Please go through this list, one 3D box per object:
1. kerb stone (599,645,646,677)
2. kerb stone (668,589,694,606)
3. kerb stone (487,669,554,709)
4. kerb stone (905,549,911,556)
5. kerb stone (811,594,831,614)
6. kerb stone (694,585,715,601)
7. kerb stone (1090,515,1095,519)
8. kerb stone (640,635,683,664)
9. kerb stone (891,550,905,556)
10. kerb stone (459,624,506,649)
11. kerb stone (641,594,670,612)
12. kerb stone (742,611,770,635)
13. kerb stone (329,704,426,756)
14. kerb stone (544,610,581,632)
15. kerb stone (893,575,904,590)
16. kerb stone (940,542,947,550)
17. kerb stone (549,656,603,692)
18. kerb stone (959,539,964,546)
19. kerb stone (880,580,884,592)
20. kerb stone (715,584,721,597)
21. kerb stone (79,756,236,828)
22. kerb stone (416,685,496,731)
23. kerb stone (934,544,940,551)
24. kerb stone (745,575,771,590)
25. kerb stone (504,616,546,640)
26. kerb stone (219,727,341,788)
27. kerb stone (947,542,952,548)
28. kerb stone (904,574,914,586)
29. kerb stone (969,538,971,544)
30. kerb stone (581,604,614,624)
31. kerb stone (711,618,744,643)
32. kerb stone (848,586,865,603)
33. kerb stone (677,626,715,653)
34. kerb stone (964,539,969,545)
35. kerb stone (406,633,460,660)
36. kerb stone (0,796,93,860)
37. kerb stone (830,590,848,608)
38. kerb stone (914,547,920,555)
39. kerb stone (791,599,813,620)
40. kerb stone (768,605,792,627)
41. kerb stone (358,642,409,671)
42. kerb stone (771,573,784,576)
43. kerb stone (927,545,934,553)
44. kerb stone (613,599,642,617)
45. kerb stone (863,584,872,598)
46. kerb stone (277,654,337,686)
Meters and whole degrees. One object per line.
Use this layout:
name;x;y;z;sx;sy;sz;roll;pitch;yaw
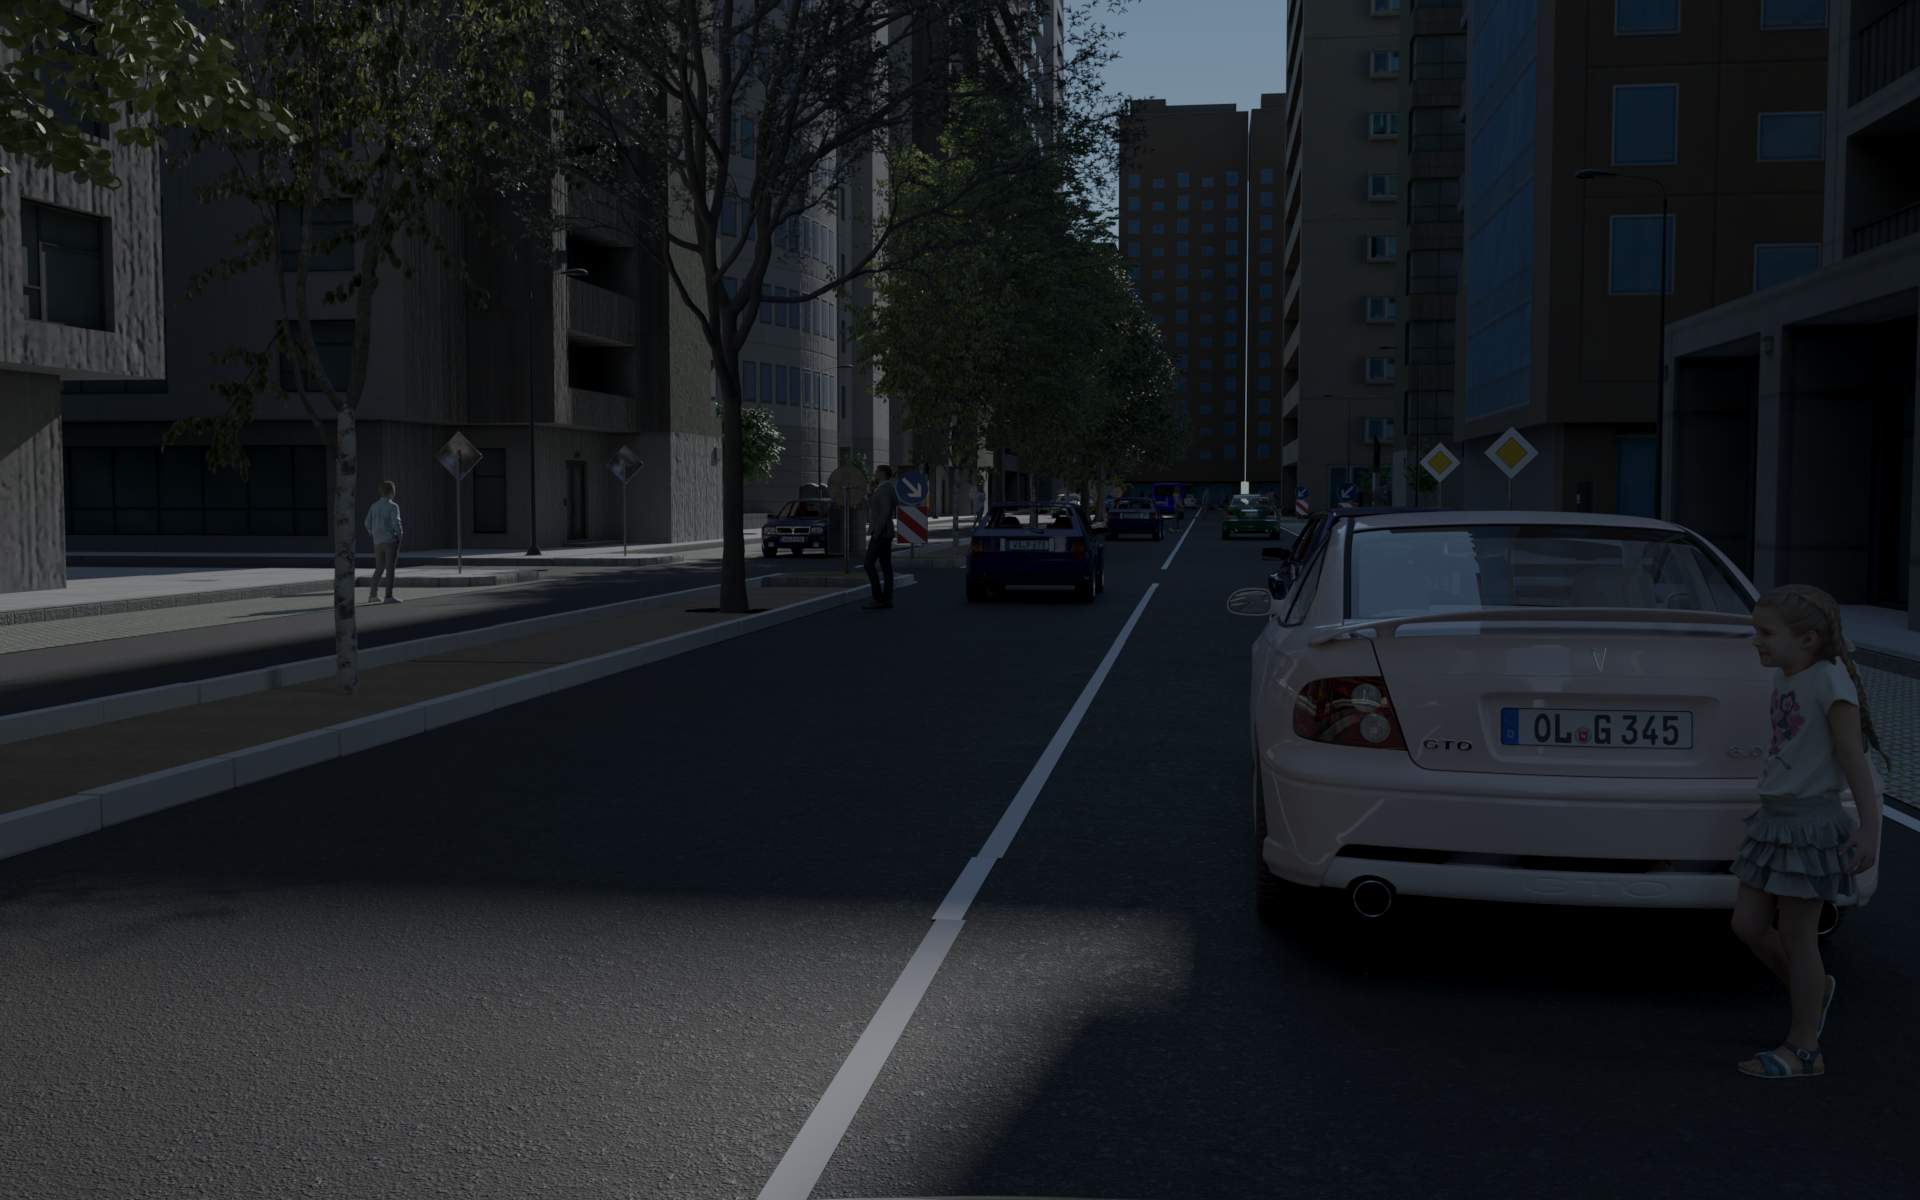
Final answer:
kerb stone;-2.783;0.505;14.014;0.120;0.150;1.000;1;4;8
kerb stone;-3.688;-0.014;22.417;0.120;0.150;1.000;1;4;8
kerb stone;-3.077;0.624;11.991;0.120;0.150;1.000;1;4;8
kerb stone;-1.277;-1.038;39.187;0.120;0.150;1.000;1;4;8
kerb stone;-1.765;0.067;21.105;0.120;0.150;1.000;1;4;8
kerb stone;-3.544;-0.075;23.429;0.120;0.150;1.000;1;4;8
kerb stone;7.954;-4.949;103.125;0.120;0.150;1.000;1;4;8
kerb stone;-2.633;0.439;15.025;0.120;0.150;1.000;1;4;8
kerb stone;-1.419;-0.977;38.172;0.120;0.150;1.000;1;4;8
kerb stone;-4.569;0.364;16.335;0.120;0.150;1.000;1;4;8
kerb stone;-3.834;0.048;21.406;0.120;0.150;1.000;1;4;8
kerb stone;-2.197;0.253;18.067;0.120;0.150;1.000;1;4;8
kerb stone;-3.364;0.749;9.954;0.120;0.150;1.000;1;4;8
kerb stone;-4.277;0.235;18.357;0.120;0.150;1.000;1;4;8
kerb stone;-1.029;-0.244;26.192;0.120;0.150;1.000;1;4;8
kerb stone;-0.537;-1.347;44.253;0.120;0.150;1.000;1;4;8
kerb stone;-2.927;0.563;13.001;0.120;0.150;1.000;1;4;8
kerb stone;-0.099;-1.536;47.306;0.120;0.150;1.000;1;4;8
kerb stone;-1.171;-0.179;25.170;0.120;0.150;1.000;1;4;8
kerb stone;-3.397;-0.135;24.444;0.120;0.150;1.000;1;4;8
kerb stone;-3.663;0.874;7.928;0.120;0.150;1.000;1;4;8
kerb stone;-3.218;0.686;10.974;0.120;0.150;1.000;1;4;8
kerb stone;-0.686;-1.285;43.241;0.120;0.150;1.000;1;4;8
kerb stone;-3.105;-0.260;26.475;0.120;0.150;1.000;1;4;8
kerb stone;-4.421;0.297;17.346;0.120;0.150;1.000;1;4;8
kerb stone;-3.515;0.812;8.944;0.120;0.150;1.000;1;4;8
kerb stone;-0.397;-1.411;45.265;0.120;0.150;1.000;1;4;8
kerb stone;-0.871;-0.303;27.206;0.120;0.150;1.000;1;4;8
kerb stone;0.196;-1.657;49.340;0.120;0.150;1.000;1;4;8
kerb stone;-4.126;0.173;19.370;0.120;0.150;1.000;1;4;8
kerb stone;-2.348;0.315;17.052;0.120;0.150;1.000;1;4;8
kerb stone;-1.462;-0.052;23.127;0.120;0.150;1.000;1;4;8
kerb stone;-2.492;0.377;16.037;0.120;0.150;1.000;1;4;8
kerb stone;0.050;-1.598;48.328;0.120;0.150;1.000;1;4;8
kerb stone;-4.720;0.420;15.323;0.120;0.150;1.000;1;4;8
kerb stone;-3.803;0.942;6.916;0.120;0.150;1.000;1;4;8
kerb stone;-1.622;0.005;22.117;0.120;0.150;1.000;1;4;8
kerb stone;-1.121;-1.101;40.197;0.120;0.150;1.000;1;4;8
kerb stone;-1.908;0.129;20.093;0.120;0.150;1.000;1;4;8
kerb stone;-2.052;0.193;19.079;0.120;0.150;1.000;1;4;8
kerb stone;-4.860;0.482;14.311;0.120;0.150;1.000;1;4;8
kerb stone;-2.959;-0.324;27.490;0.120;0.150;1.000;1;4;8
kerb stone;-0.832;-1.225;42.225;0.120;0.150;1.000;1;4;8
kerb stone;-3.989;0.111;20.386;0.120;0.150;1.000;1;4;8
kerb stone;-1.317;-0.120;24.150;0.120;0.150;1.000;1;4;8
kerb stone;-5.000;0.545;13.292;0.120;0.150;1.000;1;4;8
